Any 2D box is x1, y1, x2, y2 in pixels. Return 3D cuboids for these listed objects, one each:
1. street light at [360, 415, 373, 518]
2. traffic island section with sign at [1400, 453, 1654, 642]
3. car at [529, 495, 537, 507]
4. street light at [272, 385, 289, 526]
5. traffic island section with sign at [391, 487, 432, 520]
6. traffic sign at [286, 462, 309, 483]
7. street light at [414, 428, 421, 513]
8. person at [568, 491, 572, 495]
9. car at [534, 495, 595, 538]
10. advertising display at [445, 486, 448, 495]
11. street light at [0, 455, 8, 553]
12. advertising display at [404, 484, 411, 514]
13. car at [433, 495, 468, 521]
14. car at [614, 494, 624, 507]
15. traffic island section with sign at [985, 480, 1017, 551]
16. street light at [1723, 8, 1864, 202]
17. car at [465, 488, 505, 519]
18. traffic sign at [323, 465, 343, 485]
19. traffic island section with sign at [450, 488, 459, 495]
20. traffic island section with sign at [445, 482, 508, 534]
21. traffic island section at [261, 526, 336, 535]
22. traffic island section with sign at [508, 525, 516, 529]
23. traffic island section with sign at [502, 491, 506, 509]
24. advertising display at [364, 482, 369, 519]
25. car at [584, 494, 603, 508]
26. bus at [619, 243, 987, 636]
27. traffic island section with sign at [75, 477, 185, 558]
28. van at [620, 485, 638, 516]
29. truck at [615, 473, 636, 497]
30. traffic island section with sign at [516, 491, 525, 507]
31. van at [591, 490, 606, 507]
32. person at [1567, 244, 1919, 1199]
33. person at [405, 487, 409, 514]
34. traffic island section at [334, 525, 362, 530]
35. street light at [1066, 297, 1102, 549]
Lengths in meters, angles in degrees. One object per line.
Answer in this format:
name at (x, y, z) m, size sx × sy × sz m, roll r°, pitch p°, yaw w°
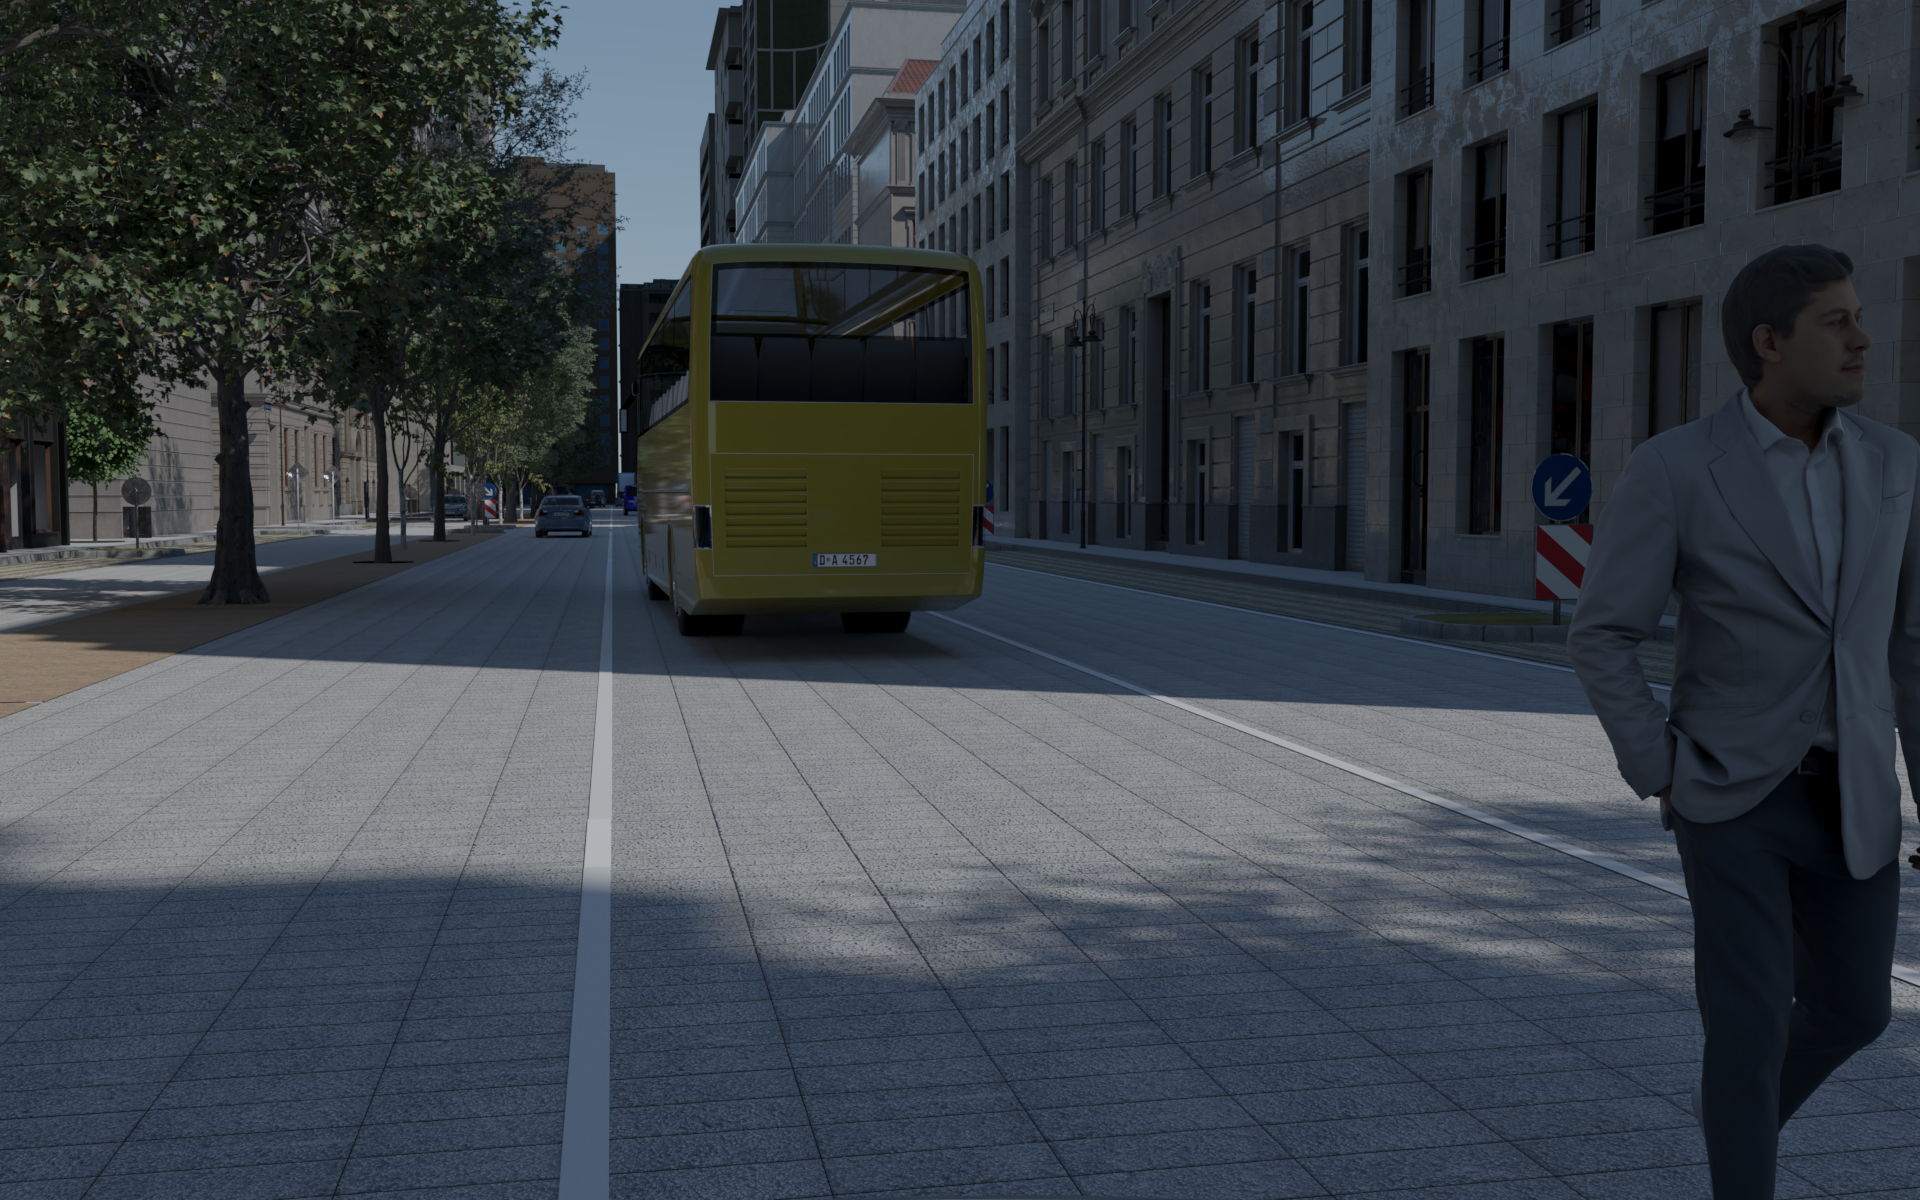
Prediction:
street light at (-32.295, -7.435, 94.353) m, size 0.468 × 5.910 × 1.993 m, roll -1°, pitch 4°, yaw -11°
traffic island section with sign at (5.602, -0.548, 17.594) m, size 1.989 × 1.847 × 2.006 m, roll -1°, pitch 4°, yaw -11°
car at (-45.734, -10.752, 188.154) m, size 2.083 × 1.381 × 4.827 m, roll -1°, pitch 4°, yaw -13°
street light at (-27.311, -5.928, 69.704) m, size 0.468 × 5.910 × 1.993 m, roll -1°, pitch 4°, yaw -11°
traffic island section with sign at (-29.942, -5.255, 94.552) m, size 1.989 × 1.847 × 2.006 m, roll -1°, pitch 4°, yaw -11°
traffic sign at (-23.750, -3.664, 62.091) m, size 0.795 × 2.593 × 0.064 m, roll -1°, pitch 4°, yaw -11°
street light at (-37.316, -8.956, 119.217) m, size 0.468 × 5.910 × 1.993 m, roll -1°, pitch 4°, yaw -11°
person at (-49.372, -12.917, 219.567) m, size 0.709 × 1.838 × 0.599 m, roll 0°, pitch 4°, yaw 2°
car at (-13.316, -2.829, 58.254) m, size 2.014 × 1.417 × 4.499 m, roll -1°, pitch 4°, yaw -10°
advertising display at (-39.889, -7.915, 134.628) m, size 0.123 × 1.923 × 0.974 m, roll -1°, pitch 4°, yaw -20°
street light at (-20.952, -3.973, 37.745) m, size 0.468 × 5.910 × 1.993 m, roll -1°, pitch 4°, yaw -11°
advertising display at (-35.568, -6.498, 111.459) m, size 0.123 × 1.923 × 0.974 m, roll -3°, pitch 4°, yaw -37°
car at (-27.120, -4.938, 92.738) m, size 2.014 × 1.417 × 4.499 m, roll -1°, pitch 4°, yaw -11°
car at (-37.282, -10.992, 191.728) m, size 2.014 × 1.417 × 4.499 m, roll -1°, pitch 4°, yaw -11°
traffic island section with sign at (0.283, -2.171, 44.122) m, size 1.989 × 1.847 × 2.006 m, roll -1°, pitch 4°, yaw -11°
street light at (7.864, -2.666, 16.378) m, size 0.468 × 5.910 × 1.993 m, roll -1°, pitch 4°, yaw -11°
car at (-27.981, -5.712, 102.058) m, size 2.281 × 1.827 × 5.304 m, roll -1°, pitch 4°, yaw -12°
traffic sign at (-25.321, -4.143, 69.920) m, size 0.795 × 2.593 × 0.064 m, roll -1°, pitch 4°, yaw -11°
traffic island section with sign at (-35.255, -6.872, 120.981) m, size 1.989 × 1.847 × 2.006 m, roll -1°, pitch 4°, yaw -11°
traffic island section with sign at (-17.807, -3.391, 63.585) m, size 2.006 × 1.907 × 1.989 m, roll -1°, pitch 4°, yaw -11°
traffic island section at (-23.771, -2.439, 62.153) m, size 2.009 × 0.180 × 2.903 m, roll -1°, pitch 4°, yaw -11°
traffic island section with sign at (-19.254, -3.836, 70.850) m, size 2.006 × 1.907 × 1.989 m, roll -1°, pitch 4°, yaw -11°
traffic island section with sign at (-45.057, -9.859, 169.823) m, size 1.989 × 1.847 × 2.006 m, roll -1°, pitch 4°, yaw -11°
advertising display at (-30.666, -5.153, 89.469) m, size 0.123 × 1.923 × 0.974 m, roll -1°, pitch 4°, yaw -12°
car at (-38.807, -10.609, 183.239) m, size 2.009 × 1.686 × 4.222 m, roll -1°, pitch 4°, yaw -12°
bus at (-2.354, -1.771, 20.509) m, size 2.896 × 3.916 × 12.252 m, roll -1°, pitch 4°, yaw -13°
traffic island section with sign at (-18.955, -1.901, 39.703) m, size 1.989 × 1.847 × 2.006 m, roll -1°, pitch 4°, yaw -11°
van at (-21.746, -6.878, 116.839) m, size 2.240 × 2.365 × 5.245 m, roll -1°, pitch 4°, yaw -12°
truck at (-40.648, -13.576, 211.718) m, size 2.967 × 4.110 × 18.799 m, roll -1°, pitch 4°, yaw -12°
traffic island section with sign at (-50.363, -11.478, 196.292) m, size 1.989 × 1.847 × 2.006 m, roll -1°, pitch 4°, yaw -11°
van at (-39.477, -11.099, 188.473) m, size 2.013 × 2.044 × 4.112 m, roll -1°, pitch 4°, yaw -13°
person at (1.388, 0.325, 3.041) m, size 0.661 × 1.843 × 0.795 m, roll 0°, pitch 4°, yaw -1°
person at (-35.226, -6.333, 110.149) m, size 0.480 × 1.755 × 0.524 m, roll 1°, pitch 4°, yaw 15°
traffic island section at (-25.342, -2.918, 69.983) m, size 2.009 × 0.180 × 2.903 m, roll -1°, pitch 4°, yaw -11°
street light at (2.901, -4.153, 40.682) m, size 0.468 × 5.910 × 1.993 m, roll -1°, pitch 4°, yaw -11°
